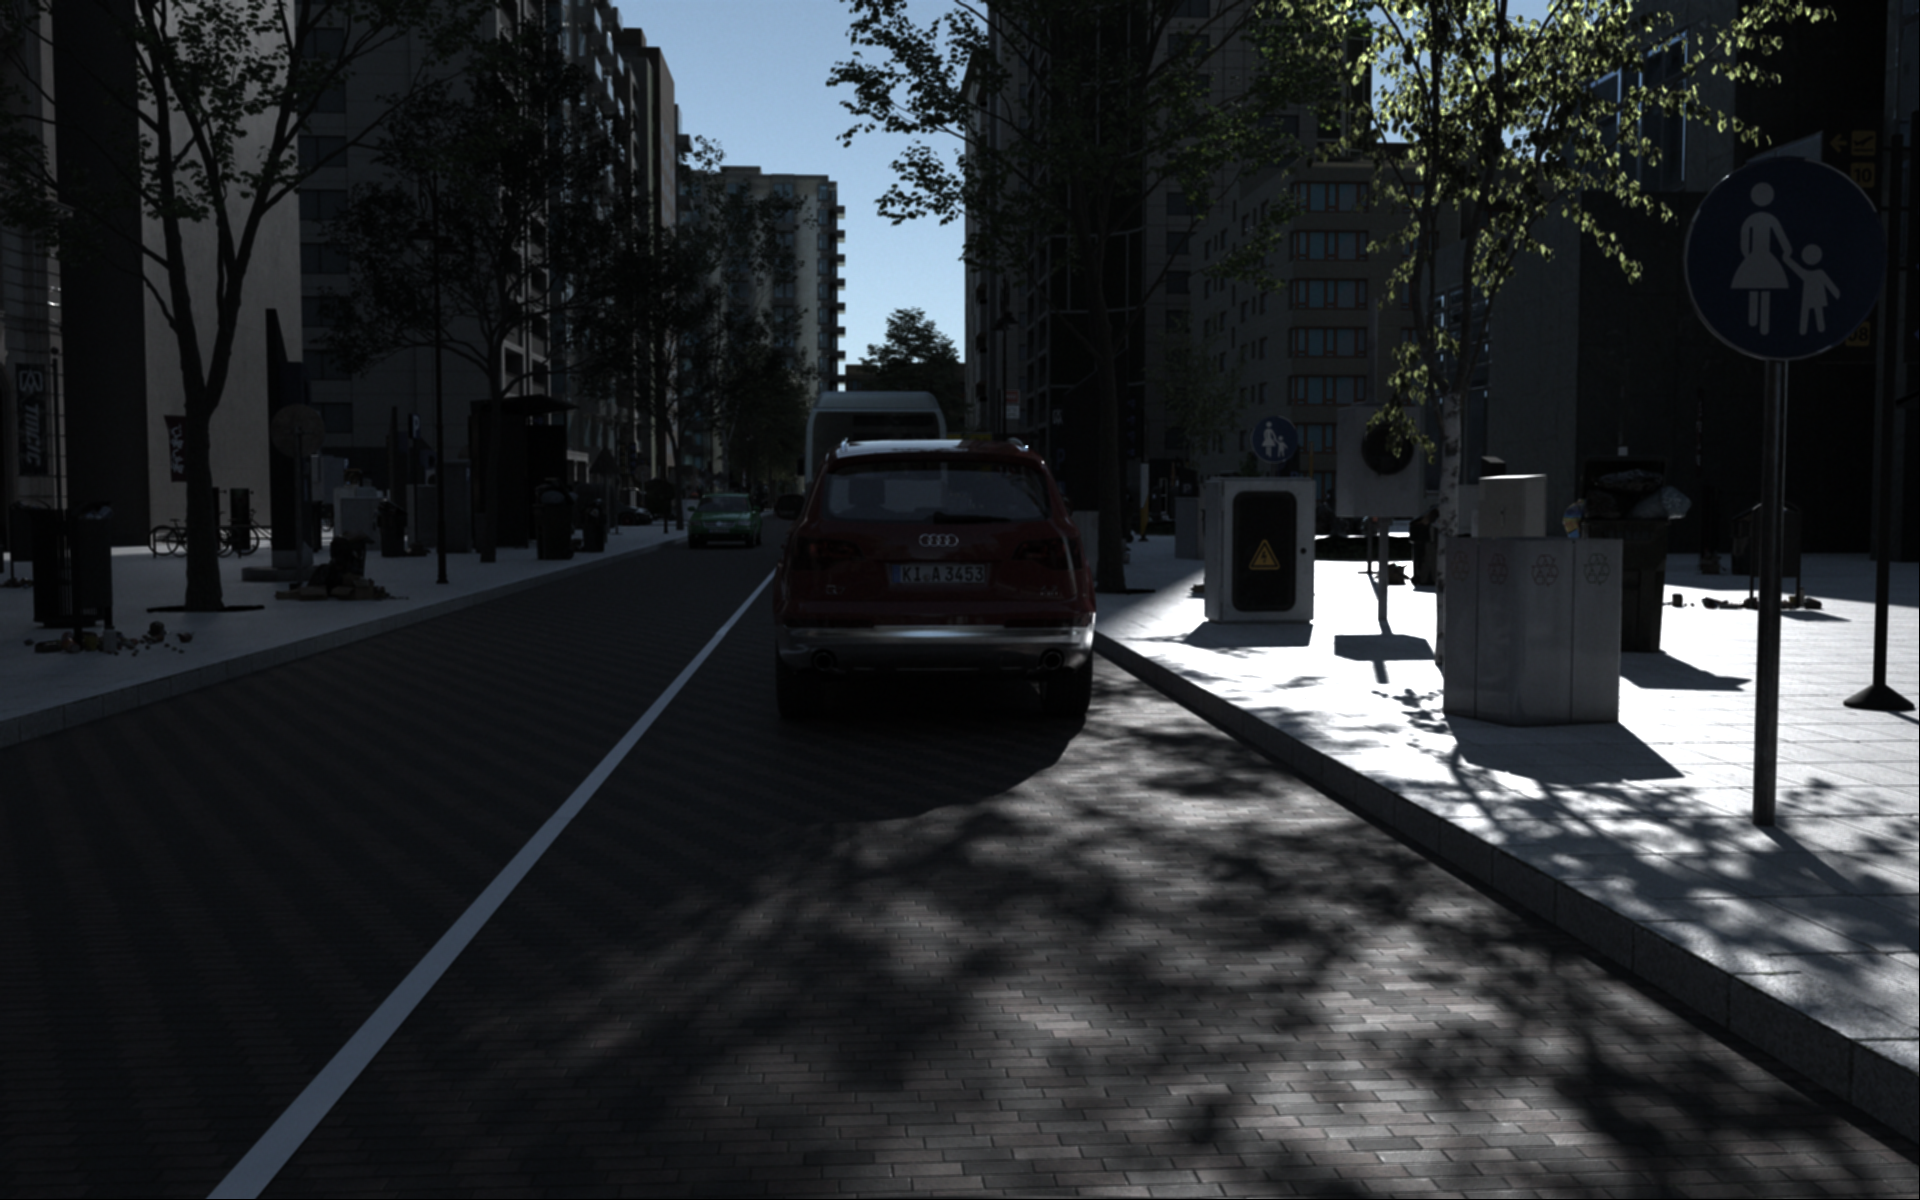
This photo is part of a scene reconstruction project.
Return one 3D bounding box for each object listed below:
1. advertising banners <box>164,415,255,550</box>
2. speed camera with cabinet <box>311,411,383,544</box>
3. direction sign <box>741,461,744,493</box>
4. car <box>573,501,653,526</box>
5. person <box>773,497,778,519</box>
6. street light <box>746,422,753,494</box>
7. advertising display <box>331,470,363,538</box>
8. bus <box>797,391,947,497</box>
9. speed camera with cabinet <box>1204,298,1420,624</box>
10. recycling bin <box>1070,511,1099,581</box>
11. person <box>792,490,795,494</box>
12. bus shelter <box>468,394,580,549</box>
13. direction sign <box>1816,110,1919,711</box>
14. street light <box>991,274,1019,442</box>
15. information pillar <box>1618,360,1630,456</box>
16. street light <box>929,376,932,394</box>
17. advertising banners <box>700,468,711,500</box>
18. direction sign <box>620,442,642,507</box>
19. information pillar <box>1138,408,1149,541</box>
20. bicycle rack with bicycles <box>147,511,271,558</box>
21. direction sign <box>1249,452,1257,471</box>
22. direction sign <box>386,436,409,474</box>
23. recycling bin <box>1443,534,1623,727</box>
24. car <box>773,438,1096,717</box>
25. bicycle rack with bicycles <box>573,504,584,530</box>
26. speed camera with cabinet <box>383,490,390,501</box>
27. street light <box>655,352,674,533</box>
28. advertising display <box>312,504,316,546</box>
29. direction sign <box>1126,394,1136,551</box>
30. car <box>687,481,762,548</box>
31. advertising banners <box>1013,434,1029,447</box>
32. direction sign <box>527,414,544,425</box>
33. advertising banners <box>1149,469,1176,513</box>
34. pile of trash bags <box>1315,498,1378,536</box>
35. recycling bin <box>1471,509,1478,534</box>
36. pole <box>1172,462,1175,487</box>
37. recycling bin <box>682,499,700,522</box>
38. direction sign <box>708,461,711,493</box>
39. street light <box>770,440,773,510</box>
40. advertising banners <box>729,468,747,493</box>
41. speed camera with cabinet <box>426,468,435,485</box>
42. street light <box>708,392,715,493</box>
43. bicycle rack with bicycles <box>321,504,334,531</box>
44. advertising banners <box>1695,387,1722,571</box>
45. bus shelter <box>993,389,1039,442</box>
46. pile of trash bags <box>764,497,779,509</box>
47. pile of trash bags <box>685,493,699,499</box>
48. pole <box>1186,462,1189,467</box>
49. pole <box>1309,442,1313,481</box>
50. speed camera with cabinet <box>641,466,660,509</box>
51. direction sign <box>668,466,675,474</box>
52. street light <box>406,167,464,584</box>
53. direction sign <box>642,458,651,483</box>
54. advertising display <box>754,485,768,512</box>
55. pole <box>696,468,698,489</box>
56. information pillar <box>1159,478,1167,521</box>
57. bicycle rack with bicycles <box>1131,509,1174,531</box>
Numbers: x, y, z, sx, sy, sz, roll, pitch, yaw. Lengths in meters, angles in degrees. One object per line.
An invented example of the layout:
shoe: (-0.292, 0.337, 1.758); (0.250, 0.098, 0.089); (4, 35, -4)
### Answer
advertising banners: (-16.974, -2.630, 39.185); (0.090, 3.025, 2.074); (3, 4, 37)
speed camera with cabinet: (-14.582, -2.848, 40.903); (2.038, 3.252, 0.660); (3, 5, 39)
direction sign: (-14.835, -7.725, 118.297); (0.379, 3.537, 0.876); (-1, 4, -16)
car: (-14.974, -3.822, 72.271); (4.222, 1.686, 2.009); (0, 4, -2)
person: (-10.592, -5.303, 99.877); (0.362, 1.253, 0.373); (-1, 4, -13)
street light: (-13.156, -8.281, 108.174); (0.468, 5.910, 1.993); (0, 4, -4)
advertising display: (-16.600, -2.549, 46.894); (0.974, 1.923, 0.123); (1, 4, 18)
bus: (-2.090, -2.616, 37.636); (2.948, 3.499, 13.247); (0, 4, -5)
speed camera with cabinet: (3.516, -1.405, 17.315); (2.038, 3.252, 0.660); (0, 4, -8)
recycling bin: (1.670, -0.808, 25.771); (0.722, 1.027, 0.722); (-2, 4, -29)
person: (-14.318, -8.614, 149.738); (0.661, 1.777, 0.834); (3, 5, 45)
bus shelter: (-10.879, -3.203, 43.654); (1.731, 3.624, 6.357); (0, 4, -4)
direction sign: (5.536, -1.121, 10.330); (0.876, 3.537, 0.379); (0, 4, -2)
street light: (0.939, -3.900, 36.549); (0.468, 5.910, 1.993); (0, 4, -4)
information pillar: (11.662, -2.393, 30.476); (0.183, 3.616, 0.504); (1, 4, 12)
street light: (-1.143, -5.827, 68.065); (0.468, 5.910, 1.993); (0, 4, -4)
advertising banners: (-16.631, -7.189, 113.731); (0.090, 3.025, 2.074); (1, 4, 14)
direction sign: (-14.548, -5.129, 75.864); (0.876, 3.537, 0.379); (-3, 5, -43)
information pillar: (5.027, -3.412, 47.144); (0.183, 3.616, 0.504); (1, 4, 23)
bicycle rack with bicycles: (-15.431, -1.371, 35.801); (2.925, 0.926, 2.852); (0, 4, 5)
direction sign: (15.737, -6.192, 93.237); (0.379, 3.537, 0.876); (-2, 4, -24)
direction sign: (-21.734, -4.588, 67.005); (0.876, 3.537, 0.379); (0, 4, 3)
recycling bin: (3.270, 0.161, 9.926); (0.722, 1.027, 0.722); (-1, 4, -19)
car: (-0.240, -0.246, 12.693); (2.281, 1.827, 5.304); (0, 4, -3)
bicycle rack with bicycles: (-14.291, -2.926, 61.226); (2.852, 0.926, 2.925); (-1, 4, -20)
speed camera with cabinet: (-27.814, -5.453, 83.500); (2.038, 3.252, 0.660); (0, 4, -7)
street light: (-9.606, -5.113, 56.385); (0.468, 5.910, 1.993); (0, 4, -4)
advertising display: (-16.212, -2.294, 42.721); (0.974, 1.923, 0.123); (2, 4, 31)
direction sign: (3.685, -2.884, 39.149); (0.379, 3.537, 0.876); (3, 5, 43)
car: (-6.401, -2.359, 47.365); (1.959, 1.807, 4.718); (0, 4, -3)
advertising banners: (2.429, -3.312, 50.347); (2.074, 3.025, 0.090); (2, 4, 33)
direction sign: (-12.060, -3.462, 48.596); (0.876, 3.537, 0.379); (-3, 5, -40)
advertising banners: (13.769, -7.437, 117.785); (2.074, 3.025, 0.090); (1, 4, 22)
pile of trash bags: (12.267, -2.701, 53.918); (1.912, 1.369, 3.447); (-1, 4, -15)
recycling bin: (8.914, -0.976, 28.504); (0.722, 1.027, 0.722); (-1, 4, -21)
pole: (13.525, -7.099, 109.916); (0.158, 3.312, 0.155); (0, 3, 0)
recycling bin: (-12.698, -4.202, 81.257); (0.722, 1.027, 0.722); (-3, 5, -42)
direction sign: (-17.133, -7.743, 118.592); (0.379, 3.537, 0.876); (0, 4, 8)
street light: (-15.307, -10.227, 140.002); (0.468, 5.910, 1.993); (0, 4, -4)
advertising banners: (-14.700, -7.207, 114.019); (0.090, 3.025, 2.074); (2, 4, 35)
speed camera with cabinet: (-34.426, -7.151, 111.260); (2.038, 3.252, 0.660); (3, 4, 37)
street light: (-10.995, -6.353, 76.664); (0.468, 5.910, 1.993); (0, 4, -4)
bicycle rack with bicycles: (-22.392, -2.865, 60.221); (2.852, 0.926, 2.925); (-3, 5, -44)
advertising banners: (12.577, -2.016, 29.151); (0.090, 3.025, 2.074); (2, 4, 34)
bus shelter: (1.399, -5.274, 63.858); (2.179, 5.291, 8.768); (0, 4, -4)
pile of trash bags: (-17.085, -8.499, 148.712); (3.447, 1.369, 1.912); (-1, 4, -9)
pile of trash bags: (-14.796, -5.386, 97.817); (1.912, 1.369, 3.447); (-1, 4, -17)
pole: (14.362, -7.058, 109.243); (0.158, 3.312, 0.155); (0, 3, 0)
pole: (13.681, -4.505, 67.507); (0.158, 3.312, 0.155); (0, 3, 0)
speed camera with cabinet: (-21.595, -7.720, 120.563); (2.038, 3.252, 0.660); (-1, 4, -19)
direction sign: (-23.892, -9.260, 143.391); (0.379, 3.537, 0.876); (-3, 5, -41)
street light: (-7.430, -3.174, 24.683); (0.468, 5.910, 1.993); (0, 4, -4)
direction sign: (-19.679, -7.166, 109.166); (0.379, 3.537, 0.876); (-2, 4, -35)
advertising display: (-14.345, -7.329, 125.050); (0.974, 1.923, 0.123); (-1, 4, -21)
pole: (-20.714, -8.732, 136.617); (0.158, 3.312, 0.155); (0, 3, 0)
information pillar: (9.419, -4.650, 80.512); (0.304, 2.012, 0.304); (-1, 4, -9)
bicycle rack with bicycles: (5.751, -2.753, 58.387); (2.925, 0.926, 2.852); (0, 4, 8)
